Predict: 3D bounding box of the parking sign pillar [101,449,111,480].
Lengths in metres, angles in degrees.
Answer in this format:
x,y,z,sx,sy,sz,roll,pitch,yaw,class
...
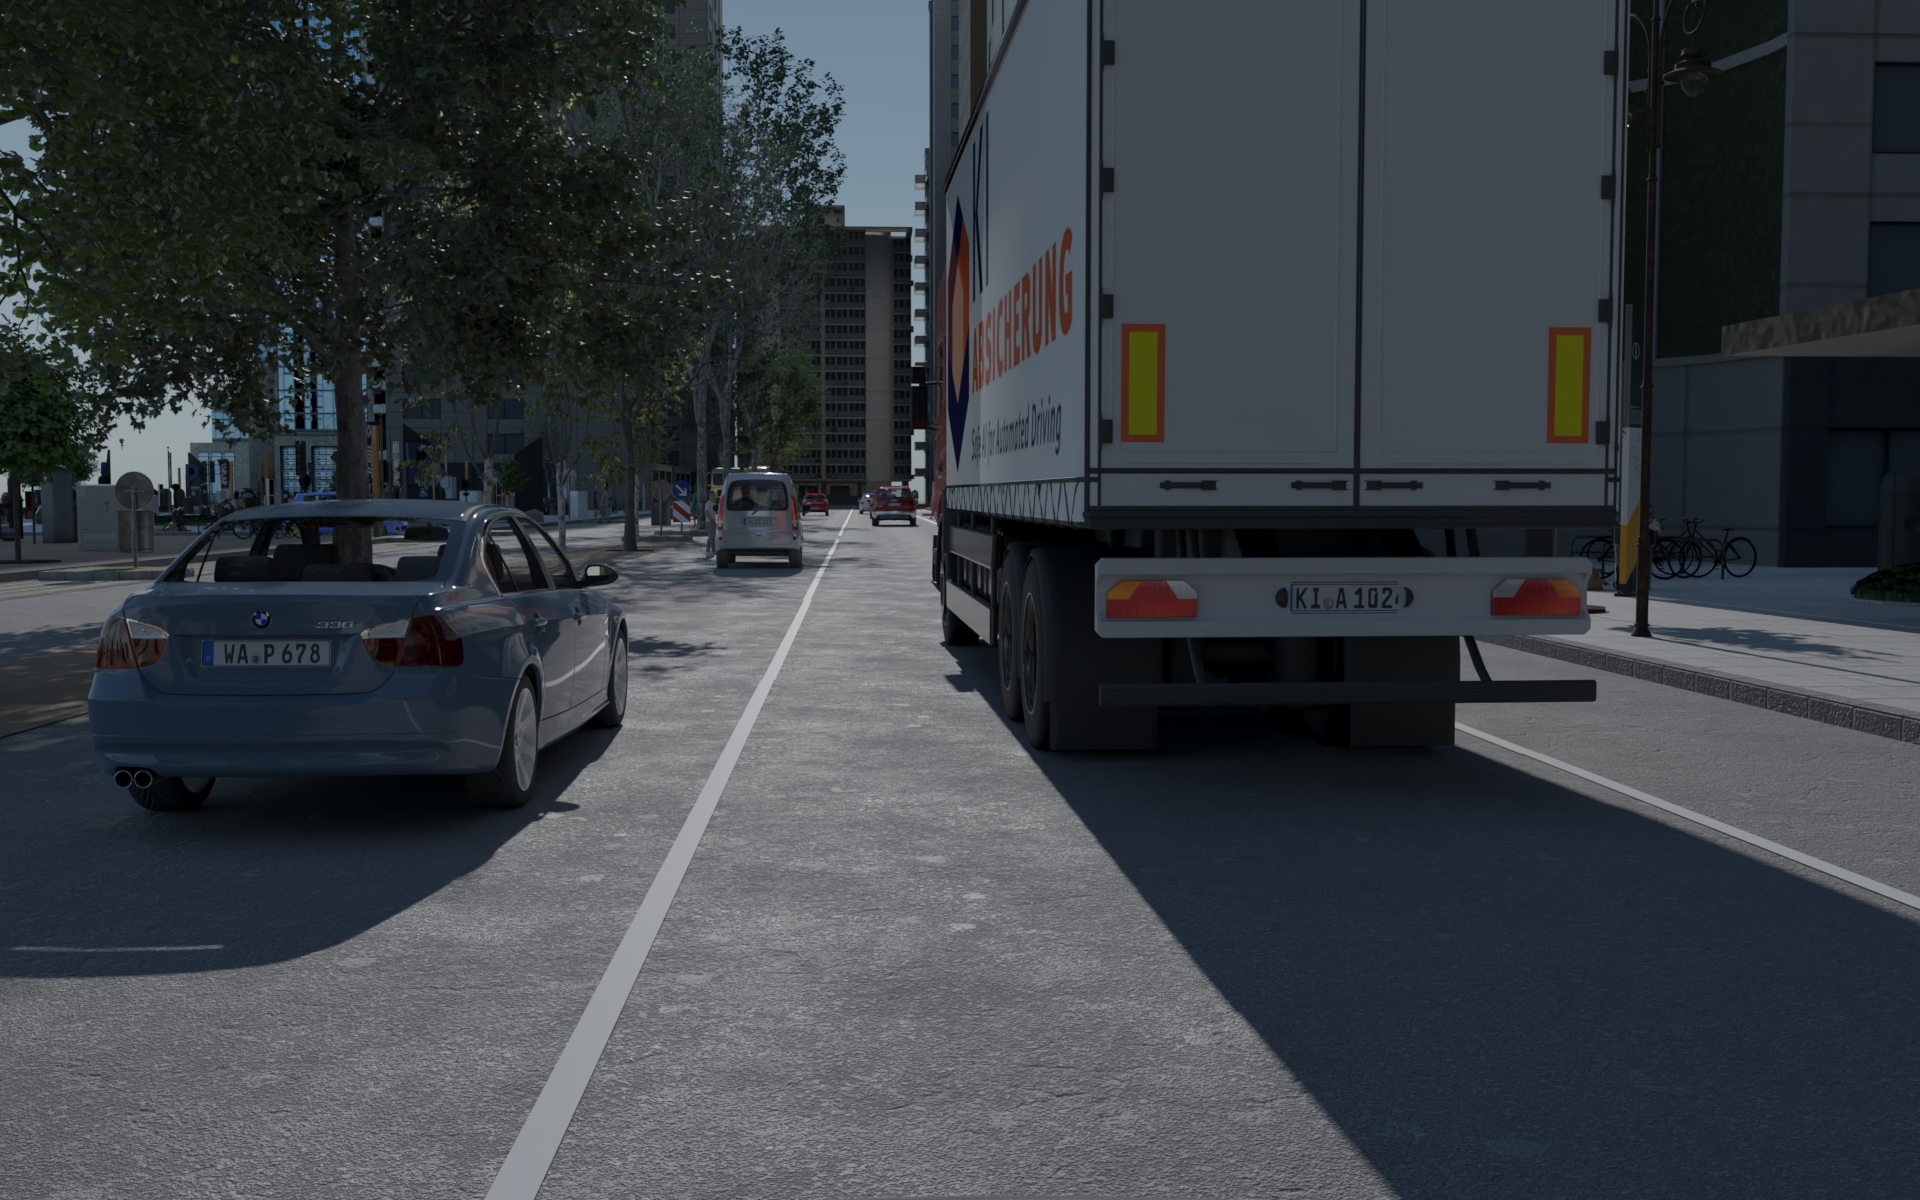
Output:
x,y,z,sx,sy,sz,roll,pitch,yaw,class
-51.298,-7.071,104.083,1.447,3.967,1.447,-1,4,-21,parking sign pillar

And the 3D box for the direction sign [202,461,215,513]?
x,y,z,sx,sy,sz,roll,pitch,yaw,class
-51.405,-7.740,118.542,0.379,3.537,0.876,3,5,41,direction sign

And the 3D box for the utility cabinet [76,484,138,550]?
x,y,z,sx,sy,sz,roll,pitch,yaw,class
-19.254,-1.857,39.036,1.173,1.500,0.318,0,4,3,utility cabinet

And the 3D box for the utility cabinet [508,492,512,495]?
x,y,z,sx,sy,sz,roll,pitch,yaw,class
-32.727,-7.197,126.349,0.318,1.500,1.173,-1,4,-18,utility cabinet

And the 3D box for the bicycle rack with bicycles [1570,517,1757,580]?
x,y,z,sx,sy,sz,roll,pitch,yaw,class
10.797,-0.820,26.792,2.925,0.926,2.852,0,4,6,bicycle rack with bicycles

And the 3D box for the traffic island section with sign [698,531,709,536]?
x,y,z,sx,sy,sz,roll,pitch,yaw,class
-9.627,-3.192,60.320,2.006,1.907,1.989,0,4,-3,traffic island section with sign

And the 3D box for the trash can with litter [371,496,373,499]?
x,y,z,sx,sy,sz,roll,pitch,yaw,class
-40.608,-6.555,118.557,0.624,1.170,1.055,2,4,28,trash can with litter

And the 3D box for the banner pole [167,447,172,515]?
x,y,z,sx,sy,sz,roll,pitch,yaw,class
-41.669,-6.199,91.377,0.401,3.779,0.863,-1,4,-10,banner pole

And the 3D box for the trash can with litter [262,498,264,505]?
x,y,z,sx,sy,sz,roll,pitch,yaw,class
-51.877,-7.195,129.018,1.055,1.170,0.624,1,4,10,trash can with litter

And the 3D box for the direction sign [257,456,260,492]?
x,y,z,sx,sy,sz,roll,pitch,yaw,class
-42.252,-6.874,104.386,0.379,3.537,0.876,-1,4,-14,direction sign

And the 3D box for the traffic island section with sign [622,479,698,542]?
x,y,z,sx,sy,sz,roll,pitch,yaw,class
-9.210,-2.739,52.925,2.006,1.907,1.989,0,4,-3,traffic island section with sign

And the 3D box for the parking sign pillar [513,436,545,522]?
x,y,z,sx,sy,sz,roll,pitch,yaw,class
-19.883,-5.578,79.665,1.447,3.967,1.447,-2,4,-27,parking sign pillar

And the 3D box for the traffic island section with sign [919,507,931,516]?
x,y,z,sx,sy,sz,roll,pitch,yaw,class
-1.497,-6.430,113.762,1.989,1.847,2.006,0,4,-3,traffic island section with sign

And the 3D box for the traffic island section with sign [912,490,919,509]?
x,y,z,sx,sy,sz,roll,pitch,yaw,class
-4.371,-9.467,163.405,1.989,1.847,2.006,0,4,-3,traffic island section with sign

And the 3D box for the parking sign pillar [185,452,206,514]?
x,y,z,sx,sy,sz,roll,pitch,yaw,class
-49.044,-7.501,111.120,1.447,3.967,1.447,1,4,21,parking sign pillar

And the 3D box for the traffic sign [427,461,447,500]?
x,y,z,sx,sy,sz,roll,pitch,yaw,class
-15.858,-2.973,52.247,0.795,2.450,0.064,0,4,-3,traffic sign

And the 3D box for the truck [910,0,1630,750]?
x,y,z,sx,sy,sz,roll,pitch,yaw,class
1.273,-1.477,13.058,2.839,4.237,11.283,0,4,-5,truck

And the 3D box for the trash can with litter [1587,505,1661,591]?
x,y,z,sx,sy,sz,roll,pitch,yaw,class
8.697,-0.709,22.987,1.055,1.170,0.624,1,4,10,trash can with litter

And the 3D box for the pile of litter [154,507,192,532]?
x,y,z,sx,sy,sz,roll,pitch,yaw,class
-27.079,-2.785,59.492,1.176,0.858,1.719,-2,4,-32,pile of litter

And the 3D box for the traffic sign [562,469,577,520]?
x,y,z,sx,sy,sz,roll,pitch,yaw,class
-19.543,-5.290,86.605,0.768,2.556,0.104,0,4,3,traffic sign

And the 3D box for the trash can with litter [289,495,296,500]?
x,y,z,sx,sy,sz,roll,pitch,yaw,class
-38.654,-5.415,99.593,2.233,1.210,1.678,0,4,-4,trash can with litter

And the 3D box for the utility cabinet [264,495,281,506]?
x,y,z,sx,sy,sz,roll,pitch,yaw,class
-37.402,-5.096,94.485,0.306,1.237,1.020,3,5,40,utility cabinet

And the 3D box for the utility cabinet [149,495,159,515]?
x,y,z,sx,sy,sz,roll,pitch,yaw,class
-46.411,-5.406,99.542,0.306,1.237,1.020,0,4,-1,utility cabinet

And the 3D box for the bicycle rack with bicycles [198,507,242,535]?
x,y,z,sx,sy,sz,roll,pitch,yaw,class
-20.069,-2.245,50.085,2.925,0.926,2.852,0,4,8,bicycle rack with bicycles

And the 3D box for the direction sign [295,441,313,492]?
x,y,z,sx,sy,sz,roll,pitch,yaw,class
-28.106,-5.010,73.903,0.379,3.537,0.876,0,4,7,direction sign

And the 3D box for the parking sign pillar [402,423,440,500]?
x,y,z,sx,sy,sz,roll,pitch,yaw,class
-20.590,-4.753,66.188,1.447,3.967,1.447,-3,4,-37,parking sign pillar

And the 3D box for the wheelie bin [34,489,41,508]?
x,y,z,sx,sy,sz,roll,pitch,yaw,class
-61.208,-6.553,115.056,0.693,1.594,0.980,2,4,27,wheelie bin

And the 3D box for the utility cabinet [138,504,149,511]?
x,y,z,sx,sy,sz,roll,pitch,yaw,class
-40.036,-4.634,84.438,1.173,1.500,0.318,2,4,32,utility cabinet

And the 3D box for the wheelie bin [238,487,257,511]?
x,y,z,sx,sy,sz,roll,pitch,yaw,class
-32.712,-4.381,79.531,0.980,1.594,0.693,3,5,39,wheelie bin

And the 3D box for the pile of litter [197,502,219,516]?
x,y,z,sx,sy,sz,roll,pitch,yaw,class
-31.688,-3.611,73.004,1.719,0.858,1.176,2,4,33,pile of litter

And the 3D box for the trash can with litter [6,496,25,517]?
x,y,z,sx,sy,sz,roll,pitch,yaw,class
-52.095,-5.164,95.497,1.678,1.210,2.233,0,4,-7,trash can with litter

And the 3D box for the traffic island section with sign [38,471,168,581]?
x,y,z,sx,sy,sz,roll,pitch,yaw,class
-14.241,-1.275,29.478,1.989,1.847,2.006,0,4,-3,traffic island section with sign

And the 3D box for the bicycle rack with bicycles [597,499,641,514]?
x,y,z,sx,sy,sz,roll,pitch,yaw,class
-22.906,-6.169,114.242,2.852,0.926,2.925,2,4,33,bicycle rack with bicycles

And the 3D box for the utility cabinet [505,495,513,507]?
x,y,z,sx,sy,sz,roll,pitch,yaw,class
-24.117,-5.046,93.660,0.306,1.237,1.020,2,4,32,utility cabinet

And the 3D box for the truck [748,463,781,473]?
x,y,z,sx,sy,sz,roll,pitch,yaw,class
-17.957,-10.365,158.377,2.839,4.237,11.283,0,4,-2,truck

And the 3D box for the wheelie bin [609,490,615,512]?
x,y,z,sx,sy,sz,roll,pitch,yaw,class
-25.058,-7.077,123.612,0.980,1.594,0.693,0,4,7,wheelie bin

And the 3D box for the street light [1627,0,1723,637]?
x,y,z,sx,sy,sz,roll,pitch,yaw,class
6.146,-2.609,15.440,0.468,5.910,1.993,0,4,-3,street light

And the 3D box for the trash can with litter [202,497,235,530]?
x,y,z,sx,sy,sz,roll,pitch,yaw,class
-25.474,-2.941,59.478,1.055,1.170,0.624,0,4,1,trash can with litter

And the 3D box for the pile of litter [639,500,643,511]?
x,y,z,sx,sy,sz,roll,pitch,yaw,class
-24.371,-7.111,130.226,1.176,0.858,1.719,-1,4,-13,pile of litter

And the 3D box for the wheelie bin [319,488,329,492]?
x,y,z,sx,sy,sz,roll,pitch,yaw,class
-32.733,-4.961,89.023,0.693,1.594,0.980,-3,4,-37,wheelie bin

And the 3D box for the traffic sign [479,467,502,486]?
x,y,z,sx,sy,sz,roll,pitch,yaw,class
-16.318,-3.460,60.218,0.795,2.450,0.064,0,4,-3,traffic sign

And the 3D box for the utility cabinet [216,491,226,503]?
x,y,z,sx,sy,sz,roll,pitch,yaw,class
-50.311,-6.682,117.930,0.318,1.500,1.173,0,4,-6,utility cabinet

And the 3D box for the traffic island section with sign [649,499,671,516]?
x,y,z,sx,sy,sz,roll,pitch,yaw,class
-19.023,-6.333,112.175,1.989,1.847,2.006,0,4,-3,traffic island section with sign

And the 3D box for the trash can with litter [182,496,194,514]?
x,y,z,sx,sy,sz,roll,pitch,yaw,class
-37.180,-4.481,84.315,2.233,1.210,1.678,-1,4,-17,trash can with litter

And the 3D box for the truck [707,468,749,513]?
x,y,z,sx,sy,sz,roll,pitch,yaw,class
-17.164,-8.257,130.933,3.469,3.379,9.791,0,4,-2,truck

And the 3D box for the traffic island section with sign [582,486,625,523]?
x,y,z,sx,sy,sz,roll,pitch,yaw,class
-17.455,-4.686,85.245,1.989,1.847,2.006,0,4,-3,traffic island section with sign
